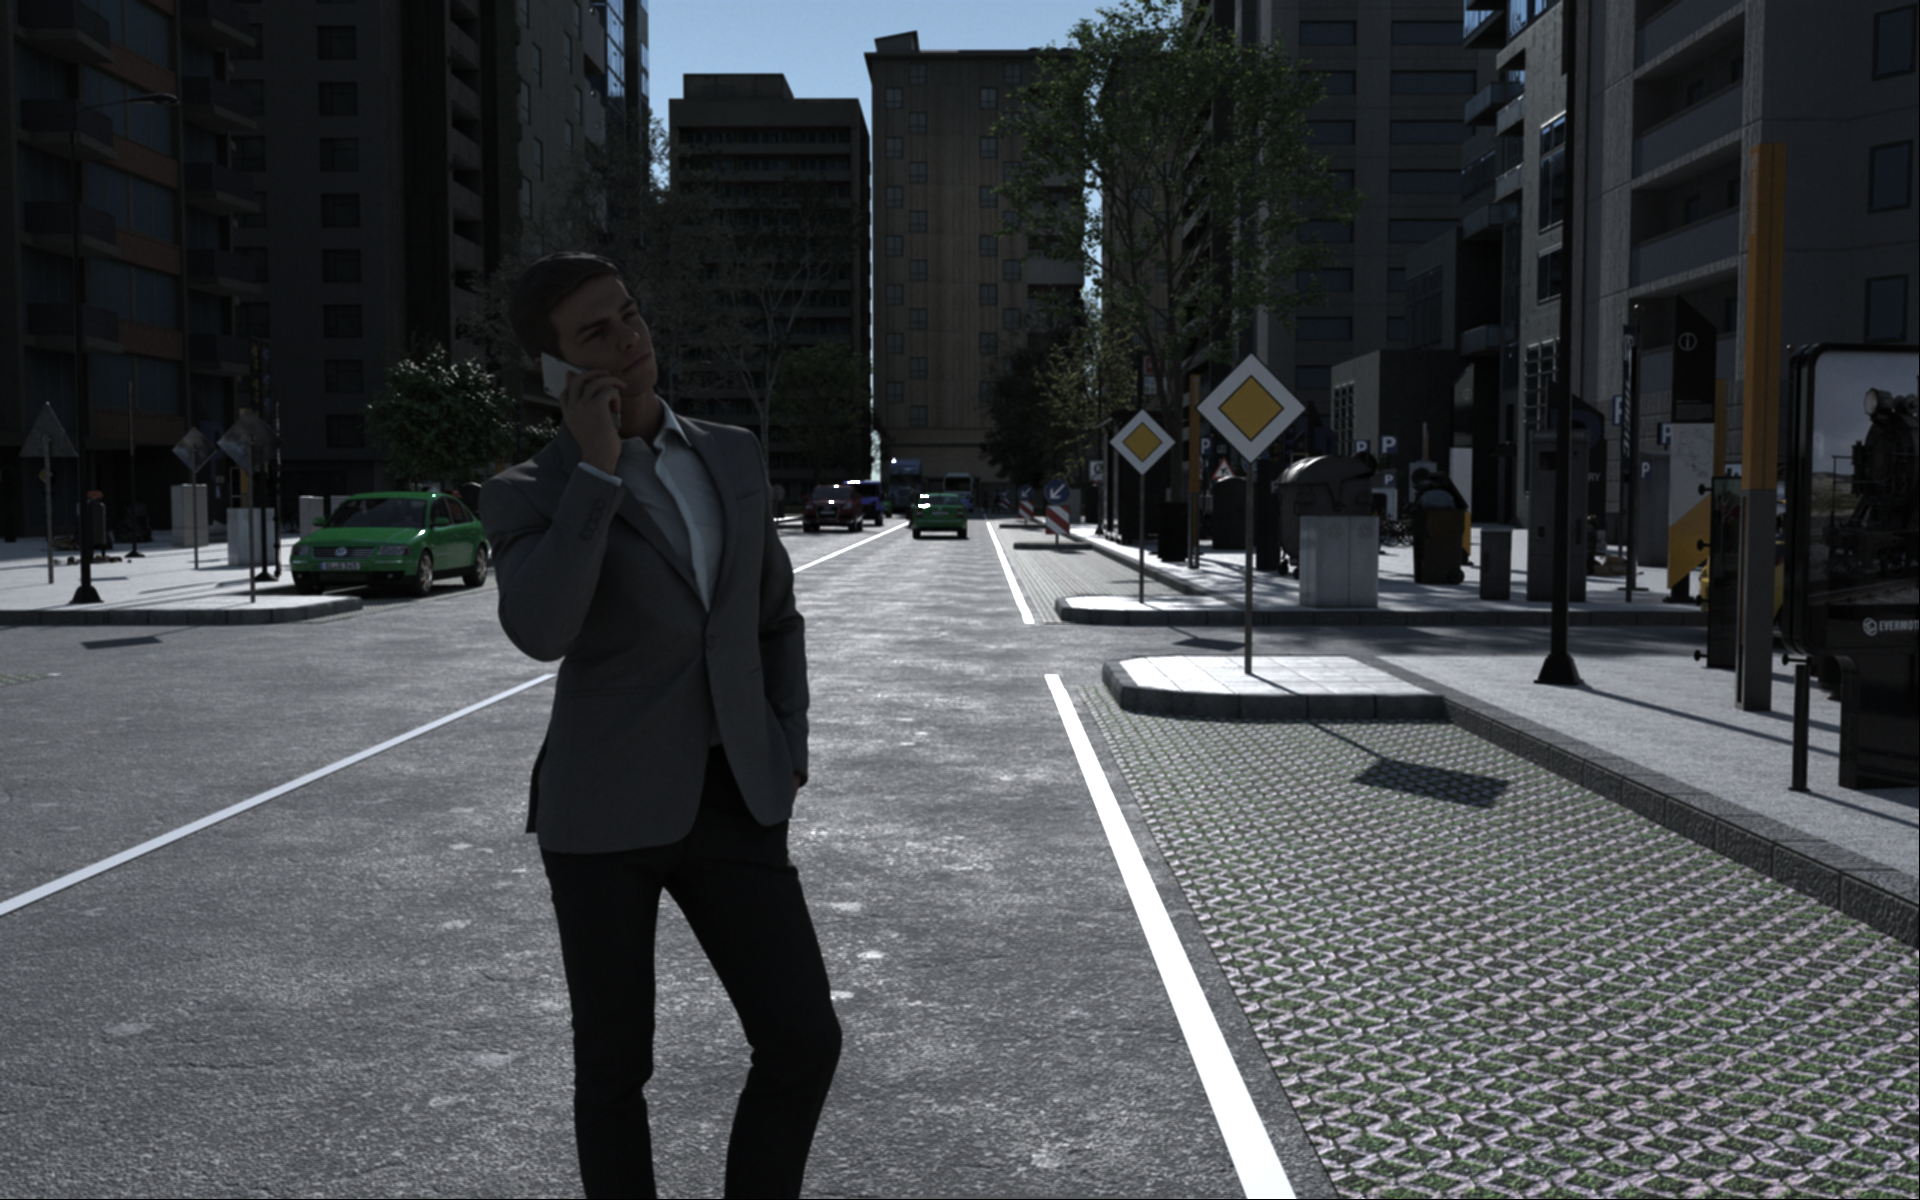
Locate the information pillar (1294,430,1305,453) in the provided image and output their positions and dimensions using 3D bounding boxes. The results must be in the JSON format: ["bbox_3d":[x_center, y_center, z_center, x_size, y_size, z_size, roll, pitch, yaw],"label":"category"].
[{"bbox_3d":[12.358,-4.399,63.280,0.504,3.616,0.183,-1,4,-14],"label":"information pillar"}]

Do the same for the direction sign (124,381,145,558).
[{"bbox_3d":[-16.758,-2.634,35.065,0.379,3.537,0.876,-1,4,-22],"label":"direction sign"}]

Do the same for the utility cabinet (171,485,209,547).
[{"bbox_3d":[-18.455,-2.006,41.476,0.318,1.500,1.173,0,4,3],"label":"utility cabinet"}]

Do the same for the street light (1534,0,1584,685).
[{"bbox_3d":[3.533,-2.390,11.617,1.470,5.913,1.316,0,4,1],"label":"street light"}]

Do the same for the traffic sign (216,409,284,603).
[{"bbox_3d":[-8.362,-1.027,20.429,0.795,2.450,0.064,0,4,1],"label":"traffic sign"}]

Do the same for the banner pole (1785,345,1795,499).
[{"bbox_3d":[13.913,-2.382,28.968,0.401,3.779,0.863,1,4,11],"label":"banner pole"}]

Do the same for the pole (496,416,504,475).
[{"bbox_3d":[-11.580,-3.045,43.633,0.158,3.312,0.155,0,3,0],"label":"pole"}]

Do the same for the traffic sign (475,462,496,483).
[{"bbox_3d":[-12.841,-2.867,46.882,0.884,2.594,0.081,0,4,8],"label":"traffic sign"}]

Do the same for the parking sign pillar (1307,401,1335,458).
[{"bbox_3d":[10.536,-3.795,50.520,1.447,3.967,1.447,2,4,31],"label":"parking sign pillar"}]

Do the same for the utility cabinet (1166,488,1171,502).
[{"bbox_3d":[7.986,-3.334,63.183,1.173,1.500,0.318,-3,5,-43],"label":"utility cabinet"}]

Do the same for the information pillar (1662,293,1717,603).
[{"bbox_3d":[8.573,-1.771,20.315,0.504,3.616,0.183,0,4,3],"label":"information pillar"}]

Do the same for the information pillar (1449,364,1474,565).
[{"bbox_3d":[9.010,-2.432,31.115,0.504,3.616,0.183,-2,4,-29],"label":"information pillar"}]

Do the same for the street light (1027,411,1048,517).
[{"bbox_3d":[4.234,-7.515,95.406,1.470,5.913,1.316,0,4,1],"label":"street light"}]

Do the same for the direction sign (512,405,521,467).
[{"bbox_3d":[-11.131,-3.155,43.589,0.379,3.537,0.876,0,4,-4],"label":"direction sign"}]

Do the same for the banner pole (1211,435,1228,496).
[{"bbox_3d":[10.901,-5.090,73.234,0.863,3.779,0.401,1,4,15],"label":"banner pole"}]

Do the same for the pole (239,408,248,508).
[{"bbox_3d":[-17.018,-2.898,41.224,0.158,3.312,0.155,0,3,0],"label":"pole"}]

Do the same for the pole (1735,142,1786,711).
[{"bbox_3d":[4.716,-1.001,10.205,0.158,3.312,0.155,0,3,0],"label":"pole"}]

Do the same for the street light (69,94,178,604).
[{"bbox_3d":[-9.773,-2.919,20.260,1.470,5.913,1.316,0,4,1],"label":"street light"}]

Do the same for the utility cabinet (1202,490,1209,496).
[{"bbox_3d":[13.604,-5.295,95.254,0.318,1.500,1.173,2,4,26],"label":"utility cabinet"}]

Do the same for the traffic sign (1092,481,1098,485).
[{"bbox_3d":[7.247,-5.560,91.019,0.768,2.556,0.104,0,4,5],"label":"traffic sign"}]

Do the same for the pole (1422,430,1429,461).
[{"bbox_3d":[14.924,-3.778,55.617,0.158,3.312,0.155,0,3,0],"label":"pole"}]

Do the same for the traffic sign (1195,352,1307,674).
[{"bbox_3d":[2.058,-0.531,12.327,0.795,2.450,0.064,0,4,1],"label":"traffic sign"}]

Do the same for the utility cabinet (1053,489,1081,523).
[{"bbox_3d":[4.604,-4.026,74.497,1.173,1.500,0.318,0,4,6],"label":"utility cabinet"}]

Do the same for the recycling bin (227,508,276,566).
[{"bbox_3d":[-12.784,-1.149,31.335,0.722,1.027,0.722,-3,4,-39],"label":"recycling bin"}]

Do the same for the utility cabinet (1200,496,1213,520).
[{"bbox_3d":[9.577,-3.556,69.300,1.020,1.237,0.306,1,4,23],"label":"utility cabinet"}]

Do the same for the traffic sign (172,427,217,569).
[{"bbox_3d":[-13.158,-1.749,29.782,0.795,2.450,0.064,0,4,5],"label":"traffic sign"}]

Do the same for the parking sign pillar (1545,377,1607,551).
[{"bbox_3d":[14.139,-3.139,39.787,1.447,3.967,1.447,0,4,5],"label":"parking sign pillar"}]

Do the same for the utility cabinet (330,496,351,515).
[{"bbox_3d":[-18.913,-2.594,53.574,1.020,1.237,0.306,-1,4,-16],"label":"utility cabinet"}]

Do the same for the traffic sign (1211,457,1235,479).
[{"bbox_3d":[9.165,-3.680,60.173,0.884,2.594,0.081,0,4,3],"label":"traffic sign"}]

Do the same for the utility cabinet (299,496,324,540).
[{"bbox_3d":[-16.819,-2.067,44.955,0.306,1.237,1.020,0,4,-1],"label":"utility cabinet"}]

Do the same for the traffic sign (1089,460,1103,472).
[{"bbox_3d":[5.222,-3.961,64.863,0.768,2.556,0.104,0,4,3],"label":"traffic sign"}]

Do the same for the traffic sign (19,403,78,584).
[{"bbox_3d":[-13.004,-1.511,24.706,0.884,2.594,0.081,0,4,6],"label":"traffic sign"}]

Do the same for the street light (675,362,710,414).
[{"bbox_3d":[-9.425,-5.407,60.943,1.470,5.913,1.316,0,4,1],"label":"street light"}]

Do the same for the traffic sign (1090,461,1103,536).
[{"bbox_3d":[4.279,-3.124,53.203,0.606,2.300,0.079,0,4,2],"label":"traffic sign"}]

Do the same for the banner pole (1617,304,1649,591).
[{"bbox_3d":[8.826,-2.005,22.800,0.401,3.779,0.863,3,4,39],"label":"banner pole"}]

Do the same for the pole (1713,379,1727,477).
[{"bbox_3d":[13.460,-2.255,30.718,0.158,3.312,0.155,0,3,0],"label":"pole"}]

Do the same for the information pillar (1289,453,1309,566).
[{"bbox_3d":[6.094,-1.629,31.124,0.304,2.012,0.304,1,4,15],"label":"information pillar"}]

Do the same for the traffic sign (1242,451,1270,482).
[{"bbox_3d":[8.094,-2.896,47.453,0.768,2.556,0.104,0,4,4],"label":"traffic sign"}]

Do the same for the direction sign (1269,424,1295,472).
[{"bbox_3d":[10.468,-3.938,56.380,0.876,3.537,0.379,3,4,37],"label":"direction sign"}]

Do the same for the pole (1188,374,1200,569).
[{"bbox_3d":[4.010,-2.190,29.658,0.158,3.312,0.155,0,3,0],"label":"pole"}]

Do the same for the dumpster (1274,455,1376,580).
[{"bbox_3d":[5.604,-1.274,26.591,1.264,1.857,1.865,0,4,1],"label":"dumpster"}]

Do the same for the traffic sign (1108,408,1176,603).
[{"bbox_3d":[2.131,-1.020,20.312,0.795,2.450,0.064,0,4,1],"label":"traffic sign"}]

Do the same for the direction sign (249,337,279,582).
[{"bbox_3d":[-10.248,-2.045,25.428,0.379,3.537,0.876,0,4,-6],"label":"direction sign"}]

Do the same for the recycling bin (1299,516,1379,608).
[{"bbox_3d":[4.324,-0.442,19.787,0.722,1.027,0.722,0,4,-6],"label":"recycling bin"}]

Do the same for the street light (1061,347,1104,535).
[{"bbox_3d":[3.888,-5.032,54.820,1.470,5.913,1.316,0,4,1],"label":"street light"}]

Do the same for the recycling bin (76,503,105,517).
[{"bbox_3d":[-24.522,-2.222,48.876,0.722,1.027,0.722,-2,4,-28],"label":"recycling bin"}]

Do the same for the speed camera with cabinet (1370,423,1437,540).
[{"bbox_3d":[12.140,-3.285,48.049,2.038,3.252,0.660,1,4,23],"label":"speed camera with cabinet"}]

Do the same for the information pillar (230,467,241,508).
[{"bbox_3d":[-19.740,-2.622,47.355,0.304,2.012,0.304,0,4,-6],"label":"information pillar"}]
